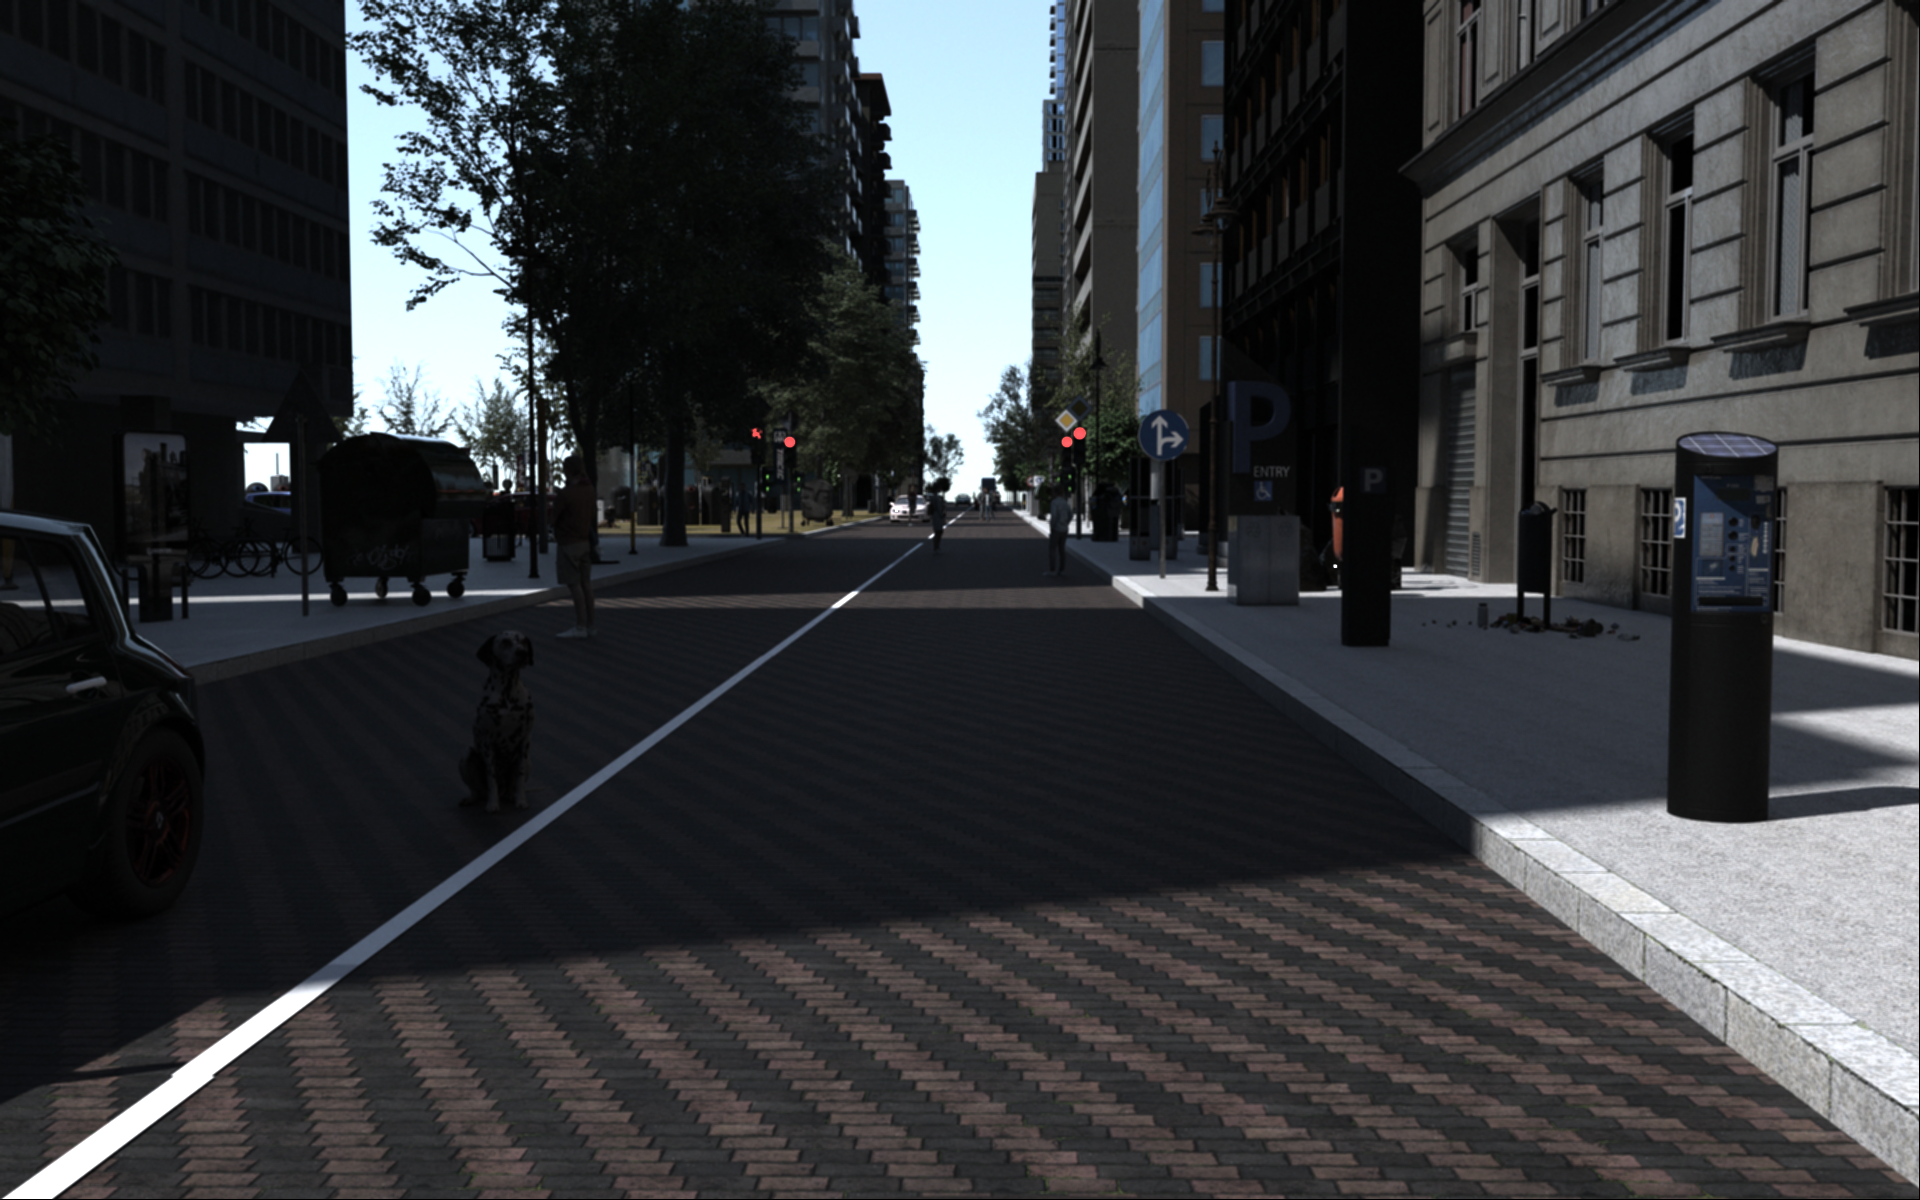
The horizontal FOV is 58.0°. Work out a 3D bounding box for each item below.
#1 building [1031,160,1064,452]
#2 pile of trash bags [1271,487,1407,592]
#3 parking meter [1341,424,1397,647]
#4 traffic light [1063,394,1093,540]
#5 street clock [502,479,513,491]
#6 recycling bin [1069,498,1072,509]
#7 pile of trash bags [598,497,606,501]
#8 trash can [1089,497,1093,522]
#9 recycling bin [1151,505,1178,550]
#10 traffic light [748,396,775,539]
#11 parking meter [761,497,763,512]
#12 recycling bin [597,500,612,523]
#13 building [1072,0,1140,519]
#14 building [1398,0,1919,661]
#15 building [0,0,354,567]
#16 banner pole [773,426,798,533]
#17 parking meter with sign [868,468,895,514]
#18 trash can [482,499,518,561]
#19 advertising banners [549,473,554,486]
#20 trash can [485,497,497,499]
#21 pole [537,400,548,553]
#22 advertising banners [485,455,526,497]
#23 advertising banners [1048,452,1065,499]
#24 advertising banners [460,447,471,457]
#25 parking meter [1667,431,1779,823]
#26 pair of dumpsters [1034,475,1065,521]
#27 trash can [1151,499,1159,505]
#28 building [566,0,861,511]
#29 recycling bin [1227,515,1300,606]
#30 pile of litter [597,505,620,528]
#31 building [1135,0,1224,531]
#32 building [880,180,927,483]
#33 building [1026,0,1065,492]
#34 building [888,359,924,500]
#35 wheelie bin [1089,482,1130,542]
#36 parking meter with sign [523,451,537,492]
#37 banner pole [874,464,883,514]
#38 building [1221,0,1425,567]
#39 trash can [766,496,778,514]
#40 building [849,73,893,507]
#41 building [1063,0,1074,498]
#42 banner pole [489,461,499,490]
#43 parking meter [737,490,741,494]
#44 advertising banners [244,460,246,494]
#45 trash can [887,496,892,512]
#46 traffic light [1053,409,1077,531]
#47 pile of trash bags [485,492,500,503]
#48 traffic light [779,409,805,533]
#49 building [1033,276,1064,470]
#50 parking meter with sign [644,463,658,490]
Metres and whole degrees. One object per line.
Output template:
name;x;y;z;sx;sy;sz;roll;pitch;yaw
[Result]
building;21.129;-38.122;246.992;21.300;48.544;21.600;0;4;1
pile of trash bags;4.960;-0.809;22.975;1.912;1.369;3.447;0;4;4
parking meter;3.452;-0.545;14.628;0.399;1.863;0.255;0;4;-6
traffic light;3.336;-3.662;48.800;0.839;4.253;0.868;0;4;1
street clock;-22.102;-4.896;84.619;0.471;2.002;0.358;2;4;25
recycling bin;7.102;-6.248;114.712;0.722;1.027;0.722;2;4;30
pile of trash bags;-19.991;-5.667;102.410;3.447;1.369;1.912;1;4;19
trash can;6.259;-4.115;78.930;0.748;1.137;0.748;0;3;0
recycling bin;4.560;-1.667;39.816;0.722;1.027;0.722;2;4;28
traffic light;-5.674;-3.671;48.938;0.839;4.253;0.868;0;4;1
parking meter;-14.537;-7.346;125.820;0.255;1.863;0.399;2;4;30
recycling bin;-14.208;-3.417;68.417;0.722;1.027;0.722;1;4;16
building;17.585;-29.021;98.193;21.300;48.544;21.600;0;4;1
building;14.597;-11.045;13.877;16.112;22.955;30.059;0;4;1
building;-25.225;-20.771;31.492;23.993;40.220;32.217;0;4;1
banner pole;-5.834;-4.141;57.729;0.863;3.779;0.401;0;4;5
parking meter with sign;-5.191;-7.225;114.390;1.738;3.016;0.543;-1;4;-20
trash can;-8.831;-1.315;33.156;0.748;1.137;0.748;0;3;0
advertising banners;-28.738;-7.536;119.405;0.090;3.025;2.074;3;4;36
trash can;-20.323;-3.847;74.544;0.748;1.137;0.748;0;3;0
pole;-9.033;-2.668;37.457;0.158;3.312;0.155;0;3;0
advertising banners;-20.152;-4.922;76.661;2.074;3.025;0.090;-1;4;-17
advertising banners;4.132;-4.712;73.221;0.090;3.025;2.074;2;4;27
advertising banners;-18.807;-4.133;63.763;0.090;3.025;2.074;3;4;36
parking meter;3.029;0.093;6.883;0.372;1.533;0.369;0;3;0
pair of dumpsters;4.465;-5.018;84.537;1.574;2.255;4.437;0;4;1
trash can;5.183;-2.234;48.172;0.748;1.137;0.748;0;3;0
building;-20.087;-32.293;147.604;23.786;49.044;30.456;0;4;1
recycling bin;3.538;-0.469;20.224;0.722;1.027;0.722;0;4;-1
pile of litter;-13.517;-3.166;65.733;1.176;0.858;1.719;-1;4;-17
building;14.366;-25.414;65.622;14.200;45.320;14.600;0;4;1
building;-17.292;-39.365;263.229;23.786;49.044;30.456;0;4;1
building;21.810;-58.725;272.820;22.319;86.520;31.000;0;4;1
building;-19.184;-23.819;234.475;27.650;21.520;28.899;0;4;1
wheelie bin;3.973;-2.377;46.770;0.980;1.594;0.693;-3;5;-45
parking meter with sign;-17.217;-4.465;69.262;0.543;3.016;1.738;-1;4;-12
banner pole;-5.123;-7.318;109.671;0.863;3.779;0.401;2;4;32
building;12.914;-12.703;37.369;12.332;23.373;15.834;0;4;1
trash can;-12.384;-6.266;114.096;0.748;1.137;0.748;0;3;0
building;-18.388;-32.004;177.894;22.147;44.769;28.867;0;4;1
building;20.061;-46.174;193.197;20.563;71.187;20.611;0;4;1
banner pole;-34.593;-8.462;128.378;0.863;3.779;0.401;-2;4;-26
parking meter;-14.329;-6.396;112.986;0.372;1.533;0.369;0;3;0
advertising banners;-35.832;-5.627;88.186;2.074;3.025;0.090;-1;4;-21
trash can;-5.179;-6.838;123.456;0.748;1.137;0.748;0;3;0
traffic light;3.473;-4.151;56.784;0.839;4.253;0.868;0;4;1
pile of trash bags;-24.341;-5.084;92.881;1.912;1.369;3.447;-3;4;-37
traffic light;-5.538;-4.159;56.921;0.839;4.253;0.868;0;4;1
building;16.678;-28.018;229.797;14.160;30.474;14.107;0;4;1
parking meter with sign;-16.933;-6.193;97.523;1.738;3.016;0.543;2;4;28
